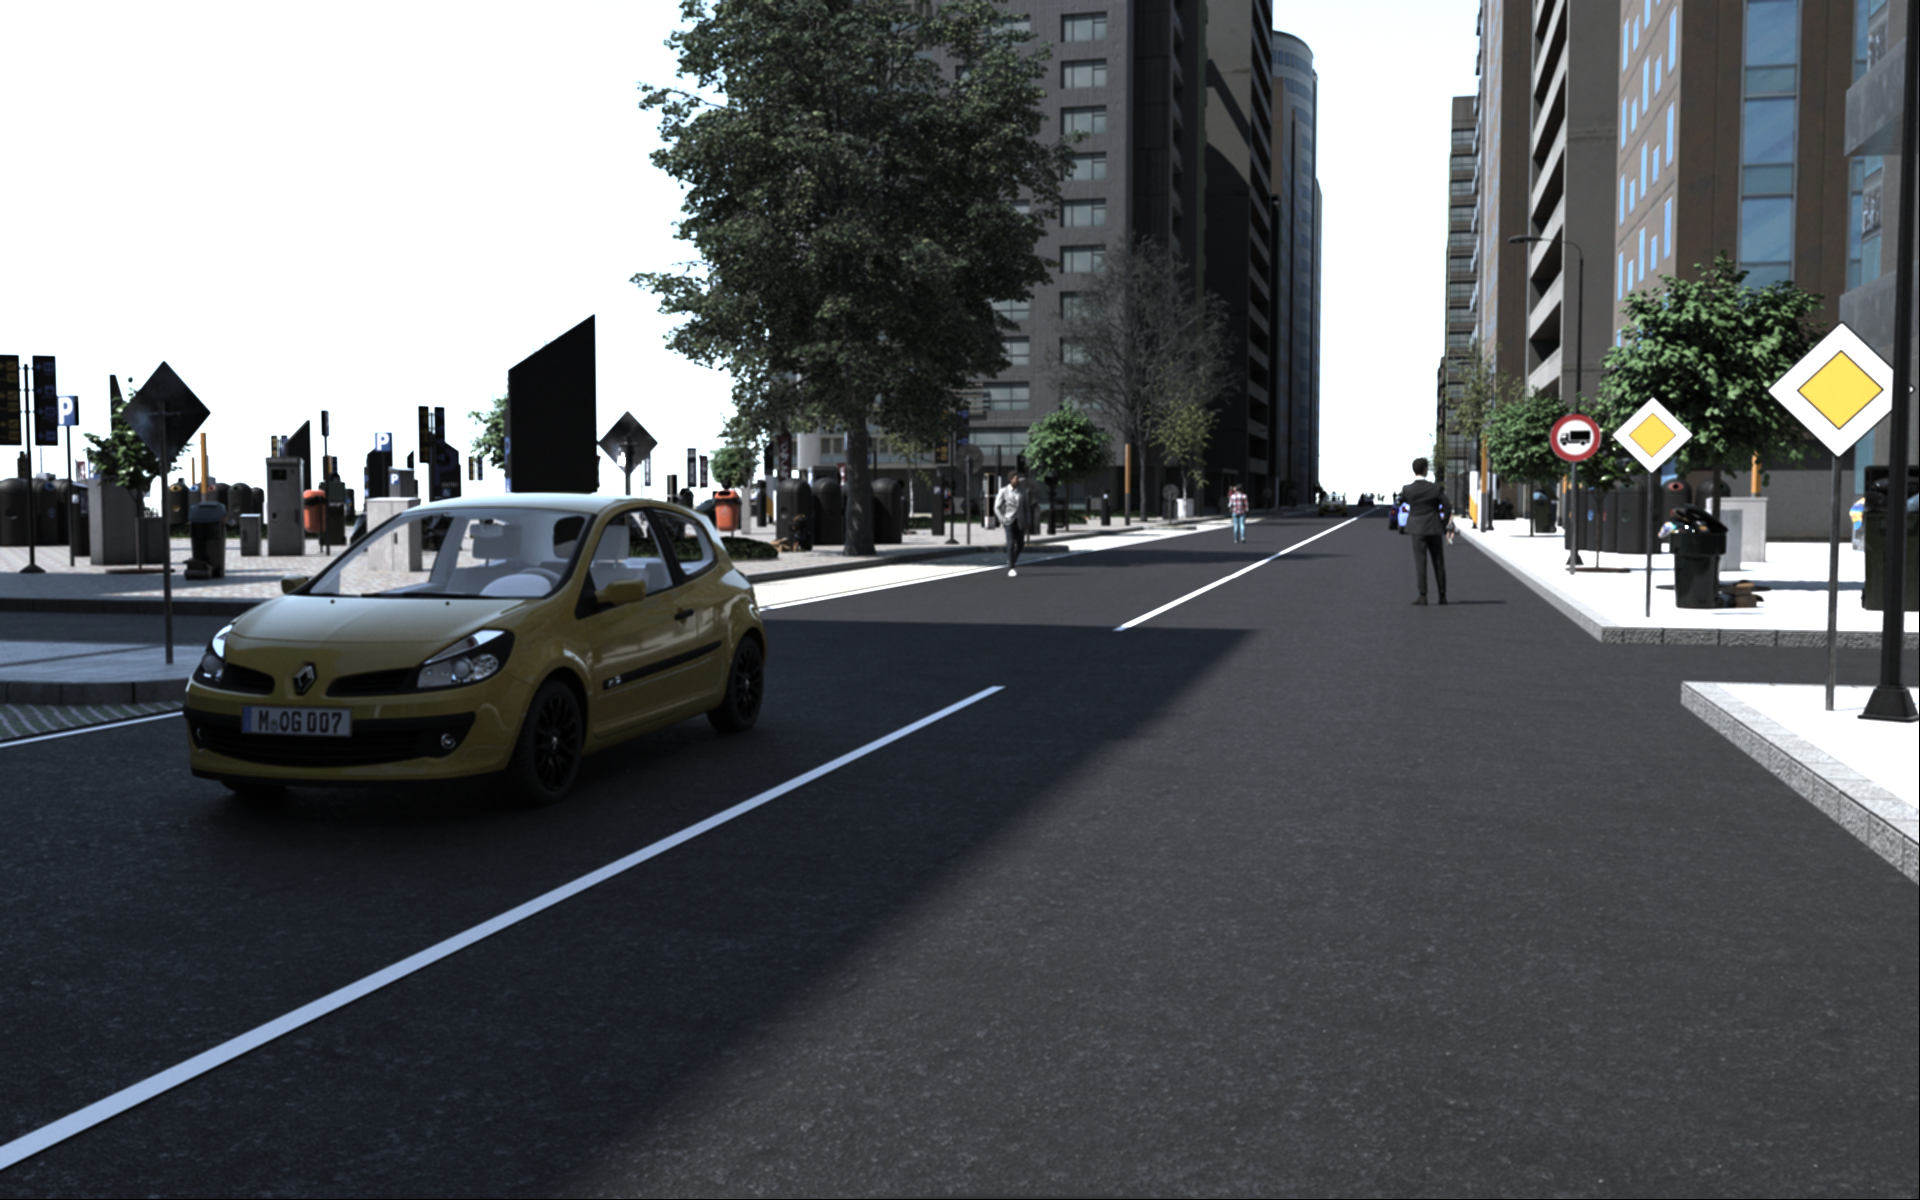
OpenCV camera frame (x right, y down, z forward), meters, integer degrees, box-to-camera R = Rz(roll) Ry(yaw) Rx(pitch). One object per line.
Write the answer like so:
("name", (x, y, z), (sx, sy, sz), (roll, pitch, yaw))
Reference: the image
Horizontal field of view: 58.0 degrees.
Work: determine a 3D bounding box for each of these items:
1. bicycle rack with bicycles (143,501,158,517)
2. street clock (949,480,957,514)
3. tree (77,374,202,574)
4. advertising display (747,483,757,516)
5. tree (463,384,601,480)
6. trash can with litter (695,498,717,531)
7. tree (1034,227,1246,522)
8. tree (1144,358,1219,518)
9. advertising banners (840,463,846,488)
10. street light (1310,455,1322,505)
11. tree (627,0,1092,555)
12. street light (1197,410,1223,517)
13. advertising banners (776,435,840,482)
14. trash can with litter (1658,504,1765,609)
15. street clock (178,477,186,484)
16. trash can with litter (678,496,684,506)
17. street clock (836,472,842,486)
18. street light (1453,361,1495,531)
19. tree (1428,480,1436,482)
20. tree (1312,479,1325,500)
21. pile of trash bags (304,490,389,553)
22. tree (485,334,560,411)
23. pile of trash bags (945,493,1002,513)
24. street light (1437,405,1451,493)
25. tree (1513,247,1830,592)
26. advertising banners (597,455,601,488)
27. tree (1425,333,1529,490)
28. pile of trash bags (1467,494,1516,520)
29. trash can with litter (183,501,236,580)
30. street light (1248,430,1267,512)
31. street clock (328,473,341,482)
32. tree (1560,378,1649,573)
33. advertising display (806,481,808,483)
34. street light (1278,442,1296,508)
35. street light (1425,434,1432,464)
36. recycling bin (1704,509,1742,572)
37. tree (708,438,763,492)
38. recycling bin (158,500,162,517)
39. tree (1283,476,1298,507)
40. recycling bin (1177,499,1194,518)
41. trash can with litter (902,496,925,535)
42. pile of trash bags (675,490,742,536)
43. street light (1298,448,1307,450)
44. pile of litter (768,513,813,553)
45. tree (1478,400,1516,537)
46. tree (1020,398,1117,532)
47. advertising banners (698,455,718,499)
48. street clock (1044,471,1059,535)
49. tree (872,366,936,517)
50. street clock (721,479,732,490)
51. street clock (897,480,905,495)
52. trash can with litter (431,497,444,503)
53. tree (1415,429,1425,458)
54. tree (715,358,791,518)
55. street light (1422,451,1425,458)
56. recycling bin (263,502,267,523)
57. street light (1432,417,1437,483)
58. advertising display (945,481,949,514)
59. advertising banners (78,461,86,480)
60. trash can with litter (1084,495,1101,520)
("bicycle rack with bicycles", (-40.410, -4.365, 84.754), (2.852, 0.926, 2.925), (1, 4, 18))
("street clock", (-0.395, -5.261, 90.594), (0.471, 2.002, 0.358), (-2, 4, -31))
("tree", (-13.510, -2.053, 28.167), (1.663, 3.219, 1.824), (0, 3, 0))
("advertising display", (-12.016, -5.860, 101.021), (0.974, 1.923, 0.123), (1, 4, 21))
("tree", (-10.549, -3.650, 43.393), (4.285, 4.588, 4.351), (0, 3, 0))
("trash can with litter", (-6.469, -1.961, 43.443), (0.624, 1.170, 1.055), (2, 4, 35))
("tree", (8.403, -10.351, 79.614), (12.009, 13.543, 11.850), (0, 3, 0))
("tree", (11.892, -8.665, 92.032), (4.737, 8.622, 4.395), (0, 3, 0))
("advertising banners", (-5.931, -6.215, 97.796), (2.074, 3.025, 0.090), (0, 4, 8))
("street light", (42.287, -14.262, 205.732), (1.470, 5.913, 1.316), (1, 4, 14))
("tree", (-2.145, -7.915, 36.068), (9.857, 13.997, 8.962), (0, 3, 0))
("street light", (13.807, -7.528, 95.625), (1.470, 5.913, 1.316), (1, 4, 14))
("advertising banners", (-4.584, -3.394, 51.673), (2.074, 3.025, 0.090), (-2, 4, -35))
("trash can with litter", (8.487, -0.499, 19.541), (1.055, 1.170, 0.624), (-1, 4, -17))
("street clock", (-33.468, -4.278, 74.520), (0.358, 2.002, 0.471), (-1, 4, -10))
("trash can with litter", (-13.170, -4.224, 80.121), (2.233, 1.210, 1.678), (3, 4, 37))
("street clock", (-4.121, -3.237, 57.499), (0.358, 2.002, 0.471), (1, 4, 19))
("street light", (18.039, -5.386, 60.602), (1.470, 5.913, 1.316), (1, 4, 14))
("tree", (57.940, -13.344, 212.768), (1.663, 3.219, 1.824), (0, 3, 0))
("tree", (46.479, -14.071, 224.665), (1.663, 3.219, 1.824), (0, 3, 0))
("pile of trash bags", (-13.042, -1.773, 38.745), (1.912, 1.369, 3.447), (3, 5, 45))
("tree", (-19.108, -7.859, 78.855), (4.360, 8.622, 3.978), (0, 3, 0))
("pile of trash bags", (0.513, -4.548, 84.105), (3.447, 1.369, 1.912), (2, 4, 30))
("street light", (25.838, -7.218, 90.550), (1.470, 5.913, 1.316), (1, 4, 14))
("tree", (10.110, -2.411, 23.133), (4.285, 4.588, 4.351), (0, 3, 0))
("advertising banners", (-16.538, -4.944, 77.030), (0.090, 3.025, 2.074), (2, 4, 24))
("tree", (23.832, -7.849, 78.698), (4.737, 8.622, 4.395), (0, 3, 0))
("pile of trash bags", (26.094, -4.657, 85.899), (1.912, 1.369, 3.447), (-1, 4, -9))
("trash can with litter", (-11.434, -0.914, 26.335), (0.624, 1.170, 1.055), (-1, 4, -12))
("street light", (21.391, -9.326, 125.024), (1.470, 5.913, 1.316), (1, 4, 14))
("street clock", (-21.074, -3.286, 58.299), (0.358, 2.002, 0.471), (2, 4, 24))
("tree", (10.706, -2.081, 28.618), (1.663, 3.219, 1.824), (0, 3, 0))
("advertising display", (-7.215, -4.948, 86.117), (0.974, 1.923, 0.123), (0, 4, 2))
("street light", (29.054, -11.127, 154.474), (1.470, 5.913, 1.316), (1, 4, 14))
("street light", (37.004, -9.896, 134.343), (1.470, 5.913, 1.316), (1, 4, 14))
("recycling bin", (12.466, -0.994, 28.800), (0.722, 1.027, 0.722), (-1, 4, -21))
("tree", (-12.754, -6.989, 97.988), (4.285, 4.588, 4.351), (0, 3, 0))
("recycling bin", (-35.797, -4.029, 78.420), (0.722, 1.027, 0.722), (-3, 5, -43))
("tree", (31.911, -10.658, 168.867), (1.663, 3.219, 1.824), (0, 3, 0))
("recycling bin", (12.159, -4.954, 93.544), (0.722, 1.027, 0.722), (-1, 4, -19))
("trash can with litter", (-1.955, -2.691, 55.059), (1.678, 1.210, 2.233), (1, 4, 13))
("pile of trash bags", (-6.488, -1.774, 38.765), (3.447, 1.369, 1.912), (1, 4, 16))
("street light", (34.489, -12.429, 175.751), (1.470, 5.913, 1.316), (1, 4, 14))
("pile of litter", (-3.867, -1.515, 38.728), (1.176, 0.858, 1.719), (1, 4, 22))
("tree", (17.174, -4.156, 51.668), (4.285, 4.588, 4.351), (0, 3, 0))
("tree", (3.570, -4.599, 58.911), (4.285, 4.588, 4.351), (0, 3, 0))
("advertising banners", (-11.017, -5.037, 78.548), (0.090, 3.025, 2.074), (3, 5, 44))
("street clock", (2.889, -3.061, 54.620), (0.358, 2.002, 0.471), (-2, 4, -33))
("tree", (-2.667, -8.784, 93.976), (4.737, 8.622, 4.395), (0, 3, 0))
("street clock", (-11.287, -4.841, 83.713), (0.471, 2.002, 0.358), (-2, 4, -35))
("street clock", (-3.056, -5.108, 88.091), (0.471, 2.002, 0.358), (0, 4, -8))
("trash can with litter", (-18.523, -3.111, 62.257), (0.624, 1.170, 1.055), (2, 4, 24))
("tree", (47.427, -13.573, 172.287), (4.737, 8.622, 4.395), (0, 3, 0))
("tree", (-11.152, -8.675, 92.203), (4.737, 8.622, 4.395), (0, 3, 0))
("street light", (44.894, -11.740, 164.491), (1.470, 5.913, 1.316), (1, 4, 14))
("recycling bin", (-21.279, -2.548, 54.218), (0.722, 1.027, 0.722), (2, 4, 30))
("street light", (29.302, -8.050, 104.165), (1.470, 5.913, 1.316), (1, 4, 14))
("advertising display", (-0.912, -4.718, 82.347), (0.123, 1.923, 0.974), (3, 5, 43))
("advertising banners", (-45.170, -5.760, 90.368), (2.074, 3.025, 0.090), (1, 4, 19))
("trash can with litter", (6.716, -4.718, 88.196), (1.678, 1.210, 2.233), (1, 4, 16))
